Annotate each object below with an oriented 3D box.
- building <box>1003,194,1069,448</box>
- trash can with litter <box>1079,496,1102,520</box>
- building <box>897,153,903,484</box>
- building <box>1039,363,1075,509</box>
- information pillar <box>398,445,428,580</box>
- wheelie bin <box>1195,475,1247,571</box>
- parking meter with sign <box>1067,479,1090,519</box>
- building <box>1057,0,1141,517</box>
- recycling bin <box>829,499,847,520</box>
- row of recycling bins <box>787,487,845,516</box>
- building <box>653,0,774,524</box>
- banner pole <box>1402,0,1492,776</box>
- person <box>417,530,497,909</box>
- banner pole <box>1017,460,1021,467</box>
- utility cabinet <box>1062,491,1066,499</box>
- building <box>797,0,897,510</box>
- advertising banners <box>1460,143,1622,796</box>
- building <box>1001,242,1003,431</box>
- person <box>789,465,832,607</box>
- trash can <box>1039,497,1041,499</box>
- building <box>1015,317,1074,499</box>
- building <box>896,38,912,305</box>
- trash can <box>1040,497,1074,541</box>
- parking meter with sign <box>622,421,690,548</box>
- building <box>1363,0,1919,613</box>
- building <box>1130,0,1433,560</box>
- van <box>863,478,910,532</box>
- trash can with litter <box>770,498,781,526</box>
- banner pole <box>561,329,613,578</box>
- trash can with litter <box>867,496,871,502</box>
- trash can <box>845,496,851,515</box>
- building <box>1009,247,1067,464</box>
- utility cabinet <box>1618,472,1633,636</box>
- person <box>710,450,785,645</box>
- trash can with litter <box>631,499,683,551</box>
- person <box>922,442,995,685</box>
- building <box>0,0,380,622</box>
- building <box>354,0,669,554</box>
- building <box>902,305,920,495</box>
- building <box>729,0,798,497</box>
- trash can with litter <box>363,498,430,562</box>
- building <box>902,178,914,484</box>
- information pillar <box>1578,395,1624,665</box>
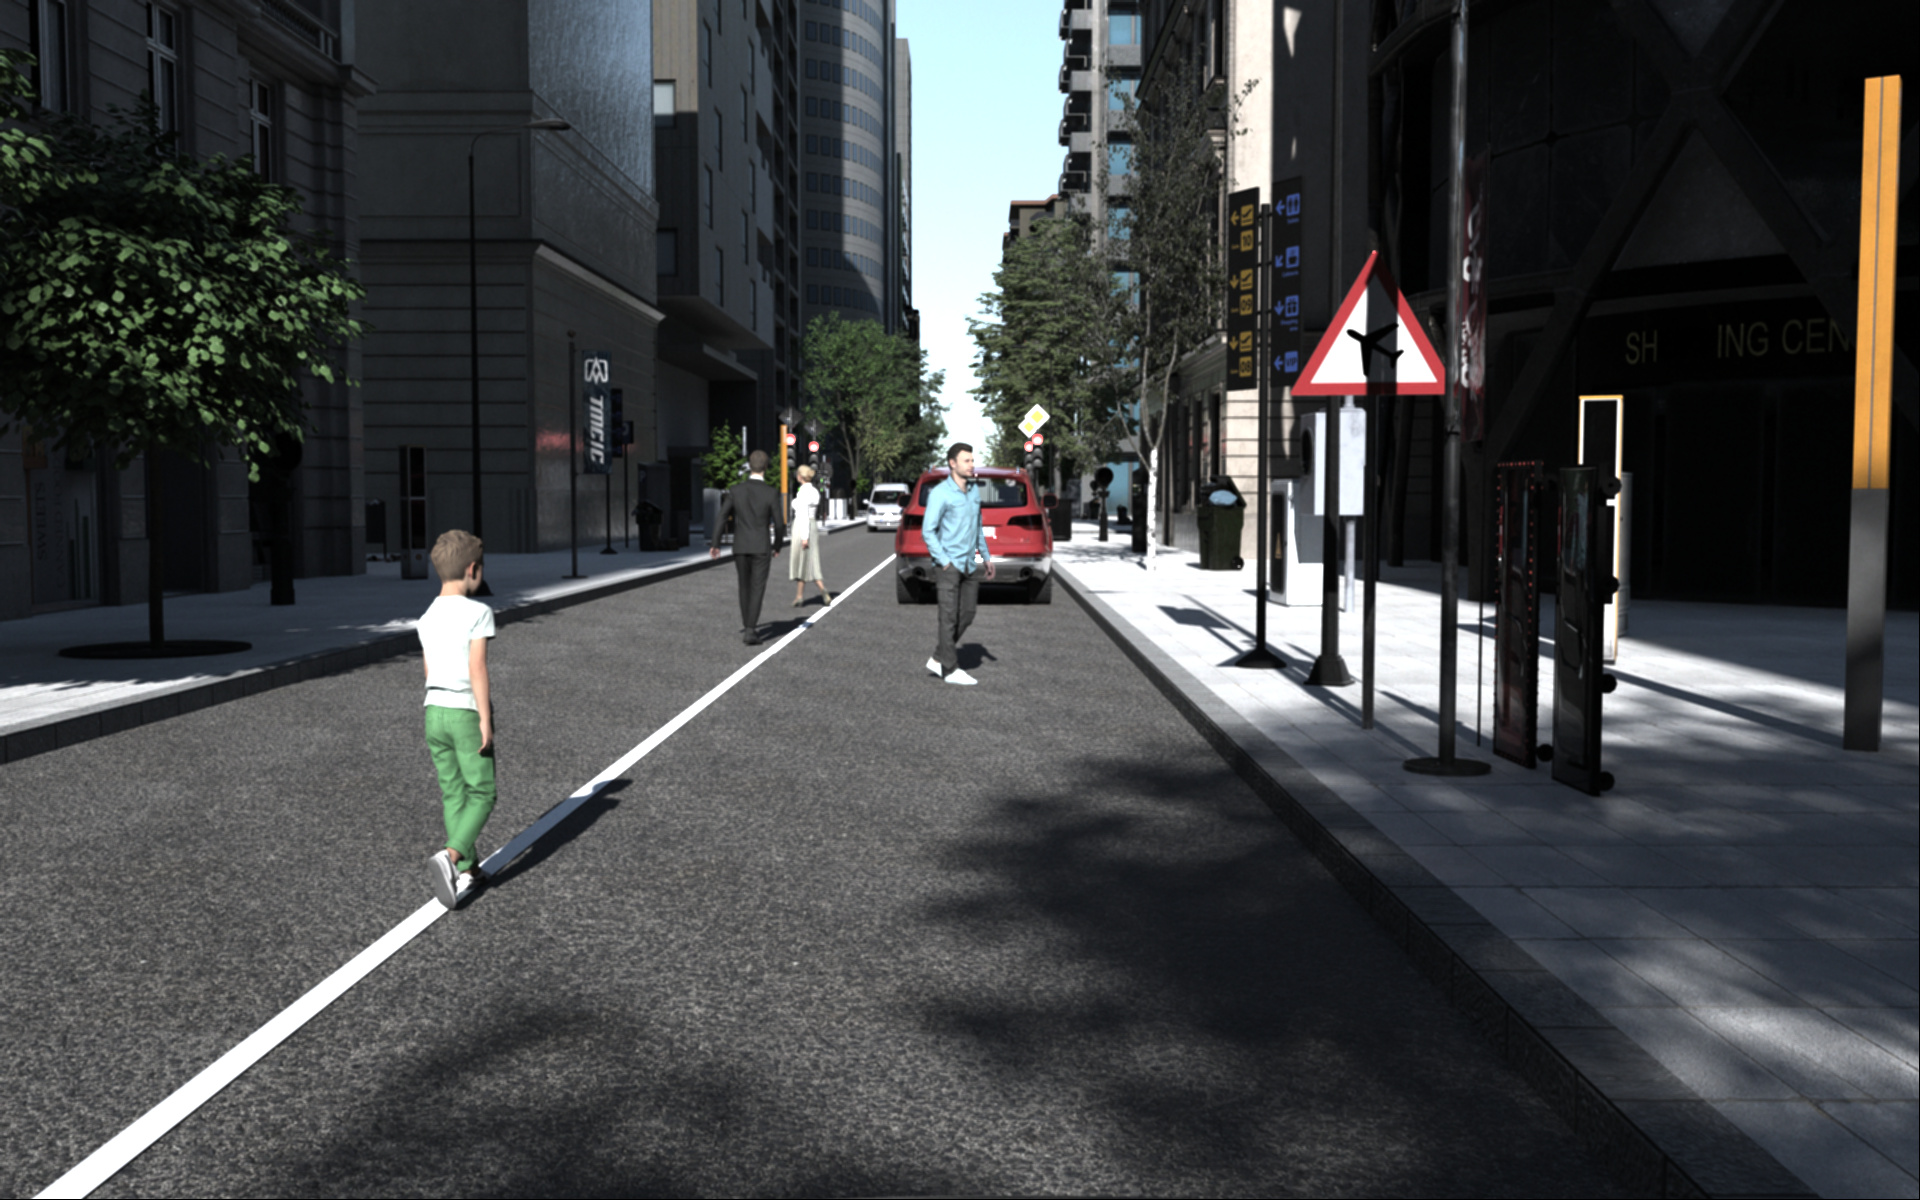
[{"bbox_3d":[18.041,-36.567,252.488,22.147,44.769,28.867,0,4,0],"label":"building"},{"bbox_3d":[6.530,-4.613,86.804,1.055,1.170,0.624,-1,4,-12],"label":"trash can with litter"},{"bbox_3d":[-13.983,-31.690,201.722,14.154,41.232,14.086,0,4,0],"label":"building"},{"bbox_3d":[22.829,-28.280,154.259,32.217,40.220,23.993,0,4,0],"label":"building"},{"bbox_3d":[-8.224,-1.319,26.063,0.304,2.012,0.304,-3,5,-43],"label":"information pillar"},{"bbox_3d":[4.392,-1.302,29.203,0.693,1.594,0.980,-1,4,-22],"label":"wheelie bin"},{"bbox_3d":[5.958,-5.751,90.292,1.738,3.016,0.543,1,4,18],"label":"parking meter with sign"},{"bbox_3d":[17.587,-29.846,107.590,23.786,49.044,30.456,0,4,0],"label":"building"},{"bbox_3d":[-6.162,-4.588,87.561,0.722,1.027,0.722,1,4,18],"label":"recycling bin"},{"bbox_3d":[-8.419,-5.720,100.641,3.534,1.692,1.069,-1,4,-10],"label":"row of recycling bins"},{"bbox_3d":[-22.953,-29.788,76.269,28.713,52.752,27.495,0,4,0],"label":"building"},{"bbox_3d":[2.208,-1.083,7.722,0.401,3.779,0.863,1,4,14],"label":"banner pole"},{"bbox_3d":[-1.779,0.406,6.117,0.306,1.304,0.590,0,4,4],"label":"person"},{"bbox_3d":[3.008,-6.029,88.594,0.401,3.779,0.863,-1,4,-17],"label":"banner pole"},{"bbox_3d":[8.409,-7.615,133.186,1.173,1.500,0.318,0,4,-3],"label":"utility cabinet"},{"bbox_3d":[-17.681,-38.998,179.610,21.231,58.520,28.212,0,4,0],"label":"building"},{"bbox_3d":[2.661,-0.735,8.199,0.090,3.025,2.074,0,4,-2],"label":"advertising banners"},{"bbox_3d":[17.787,-38.366,281.906,22.147,44.769,28.867,0,4,0],"label":"building"},{"bbox_3d":[-1.890,-0.802,21.845,0.641,1.798,0.478,3,4,38],"label":"person"},{"bbox_3d":[4.355,-5.350,99.121,0.748,1.137,0.748,0,3,0],"label":"trash can"},{"bbox_3d":[19.980,-20.632,182.376,27.650,21.520,28.899,0,4,0],"label":"building"},{"bbox_3d":[-15.852,-51.320,277.337,20.563,71.187,20.611,0,4,0],"label":"building"},{"bbox_3d":[2.730,-2.166,47.070,0.748,1.137,0.748,0,3,0],"label":"trash can"},{"bbox_3d":[-7.382,-2.794,41.941,1.738,3.016,0.543,-3,5,-44],"label":"parking meter with sign"},{"bbox_3d":[14.053,-9.578,24.055,16.820,18.784,16.811,0,4,0],"label":"building"},{"bbox_3d":[9.834,-10.854,42.096,10.561,19.102,19.286,0,4,0],"label":"building"},{"bbox_3d":[-2.652,-3.606,65.972,2.013,2.044,4.112,0,4,0],"label":"van"},{"bbox_3d":[-7.462,-3.515,68.525,1.678,1.210,2.233,1,4,16],"label":"trash can with litter"},{"bbox_3d":[-5.701,-2.233,26.519,0.863,3.779,0.401,-2,4,-32],"label":"banner pole"},{"bbox_3d":[-6.797,-7.712,137.471,1.055,1.170,0.624,-1,4,-18],"label":"trash can with litter"},{"bbox_3d":[-7.018,-5.737,105.453,0.748,1.137,0.748,0,3,0],"label":"trash can"},{"bbox_3d":[13.315,-26.417,203.623,14.160,30.474,14.107,0,4,0],"label":"building"},{"bbox_3d":[5.632,-0.401,15.238,0.318,1.500,1.173,2,4,33],"label":"utility cabinet"},{"bbox_3d":[-1.982,-0.511,16.625,0.659,1.850,0.755,1,4,11],"label":"person"},{"bbox_3d":[-6.814,-1.687,38.975,1.055,1.170,0.624,-3,5,-43],"label":"trash can with litter"},{"bbox_3d":[-0.061,-0.289,13.249,0.620,1.820,0.660,2,4,35],"label":"person"},{"bbox_3d":[-15.489,-10.634,15.674,13.314,21.916,24.055,0,4,0],"label":"building"},{"bbox_3d":[-23.272,-12.886,43.962,30.059,22.955,16.112,0,4,0],"label":"building"},{"bbox_3d":[-13.206,-29.900,260.567,14.160,30.474,14.107,0,4,0],"label":"building"},{"bbox_3d":[-18.859,-41.133,110.773,20.563,71.187,20.611,0,4,0],"label":"building"},{"bbox_3d":[-10.864,-1.339,32.955,2.233,1.210,1.678,0,4,8],"label":"trash can with litter"},{"bbox_3d":[-18.534,-37.810,237.805,23.786,49.044,30.456,0,4,0],"label":"building"},{"bbox_3d":[4.829,-0.526,13.096,0.304,2.012,0.304,1,4,22],"label":"information pillar"}]
